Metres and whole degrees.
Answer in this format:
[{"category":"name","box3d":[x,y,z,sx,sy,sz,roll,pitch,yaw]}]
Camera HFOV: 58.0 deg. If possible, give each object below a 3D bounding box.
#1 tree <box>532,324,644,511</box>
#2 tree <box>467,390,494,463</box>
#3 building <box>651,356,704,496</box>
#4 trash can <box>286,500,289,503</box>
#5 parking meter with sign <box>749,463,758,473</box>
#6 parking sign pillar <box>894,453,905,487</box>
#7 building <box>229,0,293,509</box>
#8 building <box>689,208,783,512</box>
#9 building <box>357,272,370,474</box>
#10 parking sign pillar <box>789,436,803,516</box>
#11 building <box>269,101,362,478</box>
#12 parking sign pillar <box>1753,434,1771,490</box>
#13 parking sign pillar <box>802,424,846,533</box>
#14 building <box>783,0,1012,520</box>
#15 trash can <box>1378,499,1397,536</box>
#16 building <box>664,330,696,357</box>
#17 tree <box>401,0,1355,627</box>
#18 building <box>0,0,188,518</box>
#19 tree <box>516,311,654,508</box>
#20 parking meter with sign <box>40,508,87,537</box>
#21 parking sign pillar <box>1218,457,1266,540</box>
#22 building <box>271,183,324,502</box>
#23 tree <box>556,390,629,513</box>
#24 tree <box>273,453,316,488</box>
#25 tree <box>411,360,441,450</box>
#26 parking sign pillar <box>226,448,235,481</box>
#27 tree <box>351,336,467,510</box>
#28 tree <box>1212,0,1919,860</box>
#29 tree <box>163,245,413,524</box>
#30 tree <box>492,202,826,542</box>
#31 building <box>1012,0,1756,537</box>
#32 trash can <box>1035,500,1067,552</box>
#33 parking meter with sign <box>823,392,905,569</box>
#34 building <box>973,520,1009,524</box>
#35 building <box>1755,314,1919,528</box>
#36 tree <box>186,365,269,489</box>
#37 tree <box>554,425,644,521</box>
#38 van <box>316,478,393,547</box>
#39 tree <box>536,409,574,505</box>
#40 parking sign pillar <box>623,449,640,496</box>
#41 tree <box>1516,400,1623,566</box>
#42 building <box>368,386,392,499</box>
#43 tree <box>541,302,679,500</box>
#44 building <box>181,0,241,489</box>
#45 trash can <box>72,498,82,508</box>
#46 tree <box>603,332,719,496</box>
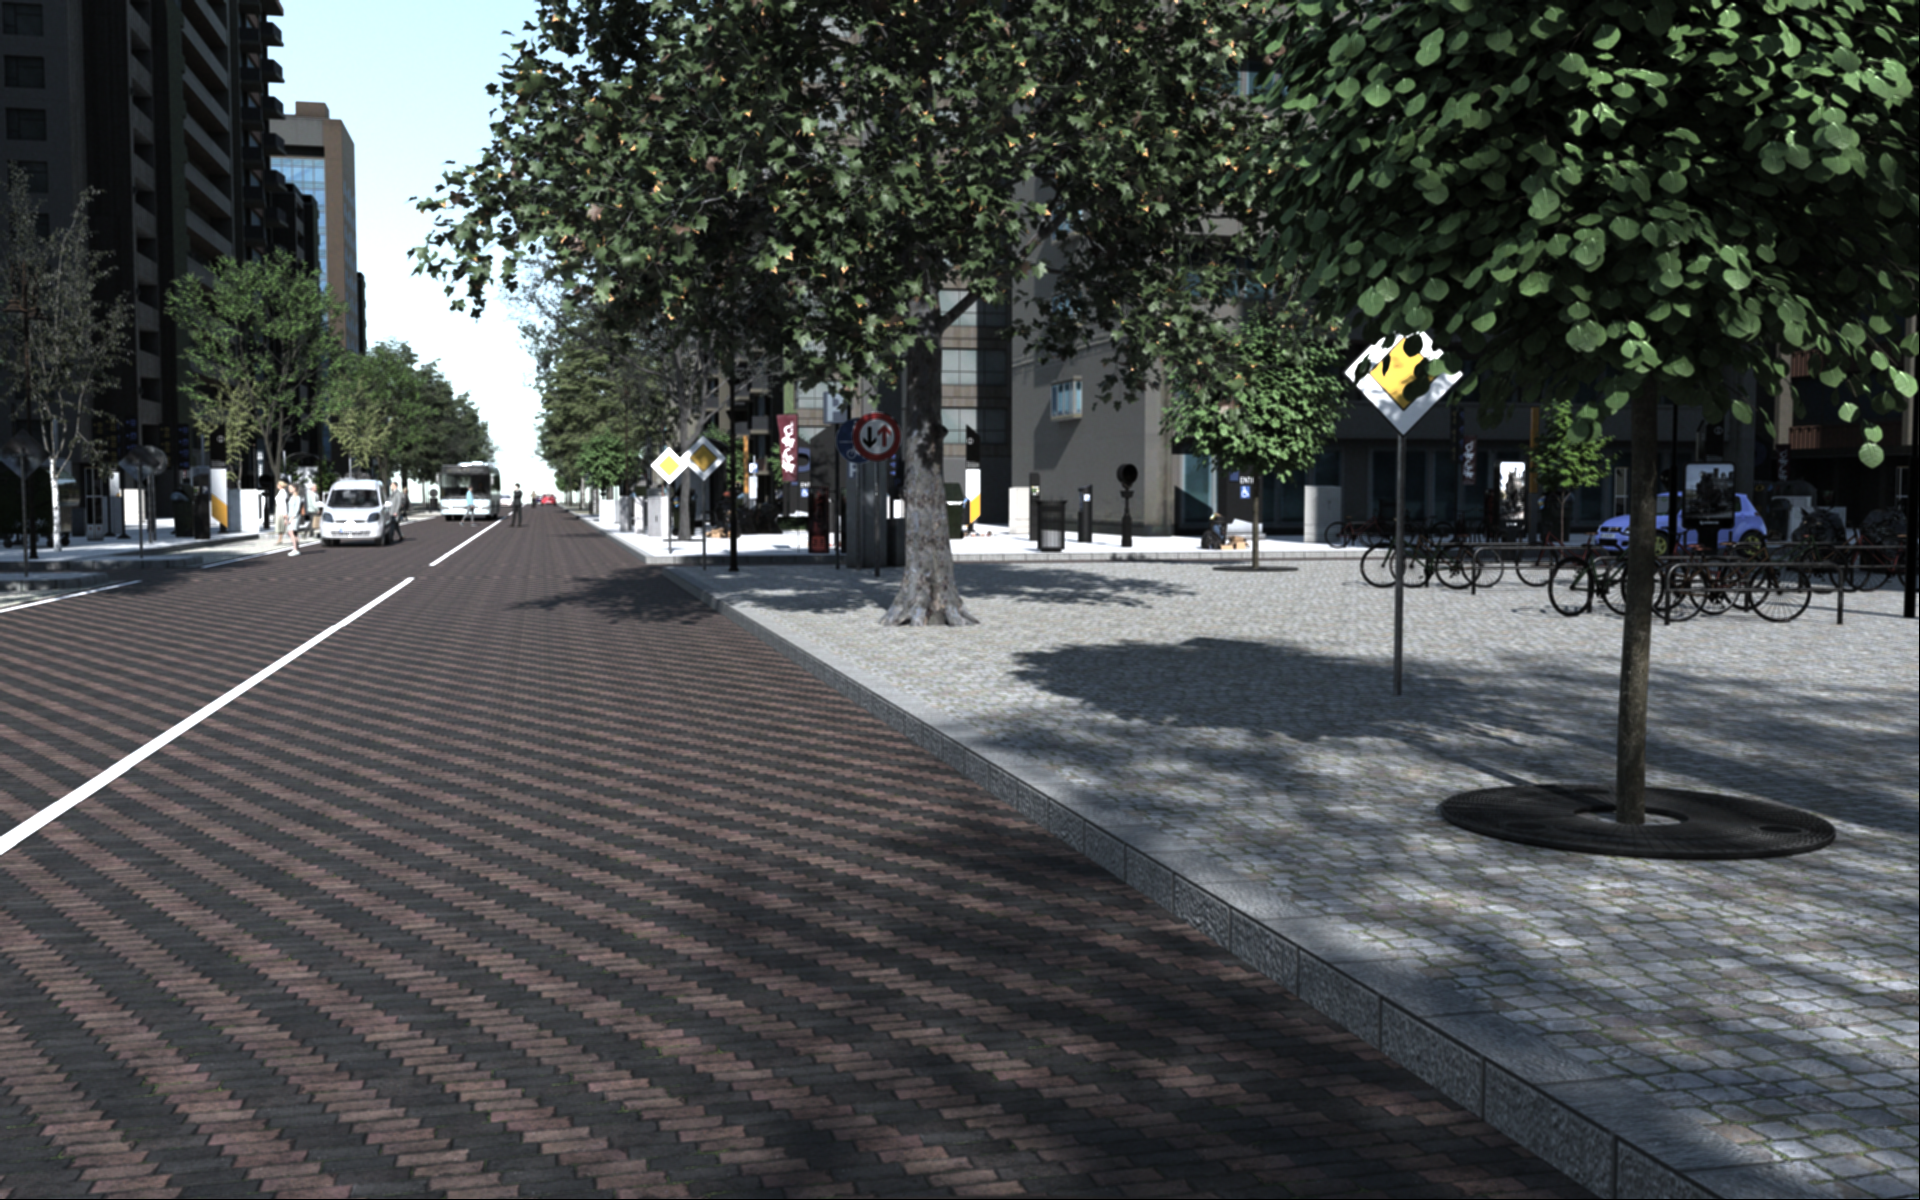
[{"category":"tree","box3d":[-27.415,-13.689,130.466,9.857,13.997,8.962,0,3,0]},{"category":"tree","box3d":[-54.354,-16.813,181.543,9.857,13.997,8.962,0,3,0]},{"category":"building","box3d":[-27.488,-23.789,233.982,27.650,21.520,28.899,-1,4,-14]},{"category":"trash can","box3d":[-29.412,-3.952,76.261,0.748,1.137,0.748,0,3,0]},{"category":"parking meter with sign","box3d":[-11.728,-6.139,96.626,0.543,3.016,1.738,0,4,7]},{"category":"parking sign pillar","box3d":[-3.268,-6.526,95.179,1.447,3.967,1.447,1,4,12]},{"category":"building","box3d":[-65.749,-29.481,136.639,22.147,44.769,28.867,-1,4,-14]},{"category":"building","box3d":[-14.075,-31.146,163.857,22.147,44.769,28.867,-1,4,-14]},{"category":"building","box3d":[-81.586,-27.119,215.098,14.160,30.474,14.107,-1,4,-14]},{"category":"parking sign pillar","box3d":[-6.501,-5.135,72.429,1.447,3.967,1.447,-1,4,-9]},{"category":"building","box3d":[-77.834,-33.695,201.016,14.600,45.320,14.200,-1,4,-14]},{"category":"parking sign pillar","box3d":[28.572,-4.533,62.583,1.447,3.967,1.447,2,4,27]},{"category":"parking sign pillar","box3d":[-4.315,-4.226,57.564,1.447,3.967,1.447,0,4,3]},{"category":"building","box3d":[-3.747,-25.611,102.333,14.154,41.232,14.086,-1,4,-14]},{"category":"trash can","box3d":[13.094,-2.518,52.817,0.748,1.137,0.748,0,3,0]},{"category":"building","box3d":[-31.593,-34.722,259.578,32.217,40.220,23.993,-1,4,-14]},{"category":"tree","box3d":[-0.436,-6.102,16.780,9.611,12.733,9.660,0,3,0]},{"category":"building","box3d":[-49.314,-19.524,90.923,14.160,30.474,14.107,-1,4,-14]},{"category":"tree","box3d":[-33.588,-18.310,155.264,12.611,20.169,13.585,0,3,0]},{"category":"parking meter with sign","box3d":[-27.309,-3.416,52.118,1.738,3.016,0.543,-1,4,-18]},{"category":"parking sign pillar","box3d":[7.861,-3.673,48.518,1.447,3.967,1.447,-2,4,-31]},{"category":"building","box3d":[-66.787,-23.681,158.890,14.160,30.474,14.107,-1,4,-14]},{"category":"tree","box3d":[-24.005,-10.059,114.834,4.737,8.622,4.395,0,3,0]},{"category":"tree","box3d":[-31.277,-5.288,81.053,1.663,3.219,1.824,0,3,0]},{"category":"tree","box3d":[-40.786,-12.012,122.147,9.928,11.665,9.643,0,3,0]},{"category":"parking sign pillar","box3d":[-42.820,-6.910,101.455,1.447,3.967,1.447,-1,4,-12]},{"category":"tree","box3d":[-44.392,-14.172,138.368,9.857,13.997,8.962,0,3,0]},{"category":"tree","box3d":[2.625,-1.396,6.547,4.285,4.588,4.351,0,3,0]},{"category":"tree","box3d":[-29.236,-9.042,73.585,9.928,11.665,9.643,0,3,0]},{"category":"tree","box3d":[-7.371,-8.348,46.853,12.009,13.543,11.850,0,3,0]},{"category":"building","box3d":[13.204,-26.870,63.033,21.600,48.544,21.300,-1,4,-14]},{"category":"trash can","box3d":[2.018,-1.632,38.343,0.748,1.137,0.748,0,3,0]},{"category":"parking meter with sign","box3d":[-1.599,-2.072,30.137,0.543,3.016,1.738,3,4,36]},{"category":"building","box3d":[4.216,-24.341,81.575,14.154,41.232,14.086,-1,4,-14]},{"category":"building","box3d":[46.037,-25.329,68.753,28.867,44.769,22.147,-1,4,-14]},{"category":"tree","box3d":[-40.080,-8.879,95.536,4.737,8.622,4.395,0,3,0]},{"category":"tree","box3d":[-16.742,-6.009,81.966,4.285,4.588,4.351,0,3,0]},{"category":"van","box3d":[-16.873,-2.532,48.409,2.013,2.044,4.112,-1,4,-15]},{"category":"tree","box3d":[-44.584,-16.617,197.444,9.928,11.665,9.643,0,3,0]},{"category":"parking sign pillar","box3d":[-20.523,-7.315,108.079,1.447,3.967,1.447,-3,5,-44]},{"category":"tree","box3d":[10.376,-2.151,29.775,1.663,3.219,1.824,0,3,0]},{"category":"building","box3d":[-92.968,-23.848,234.948,27.650,21.520,28.899,-1,4,-14]},{"category":"tree","box3d":[-17.952,-10.534,90.353,7.486,12.596,7.792,0,3,0]},{"category":"building","box3d":[-60.159,-29.856,111.847,21.300,48.544,21.600,-1,4,-14]},{"category":"trash can","box3d":[-36.422,-3.636,71.103,0.748,1.137,0.748,0,3,0]},{"category":"tree","box3d":[-9.723,-6.539,57.275,4.360,8.622,3.978,0,3,0]}]
